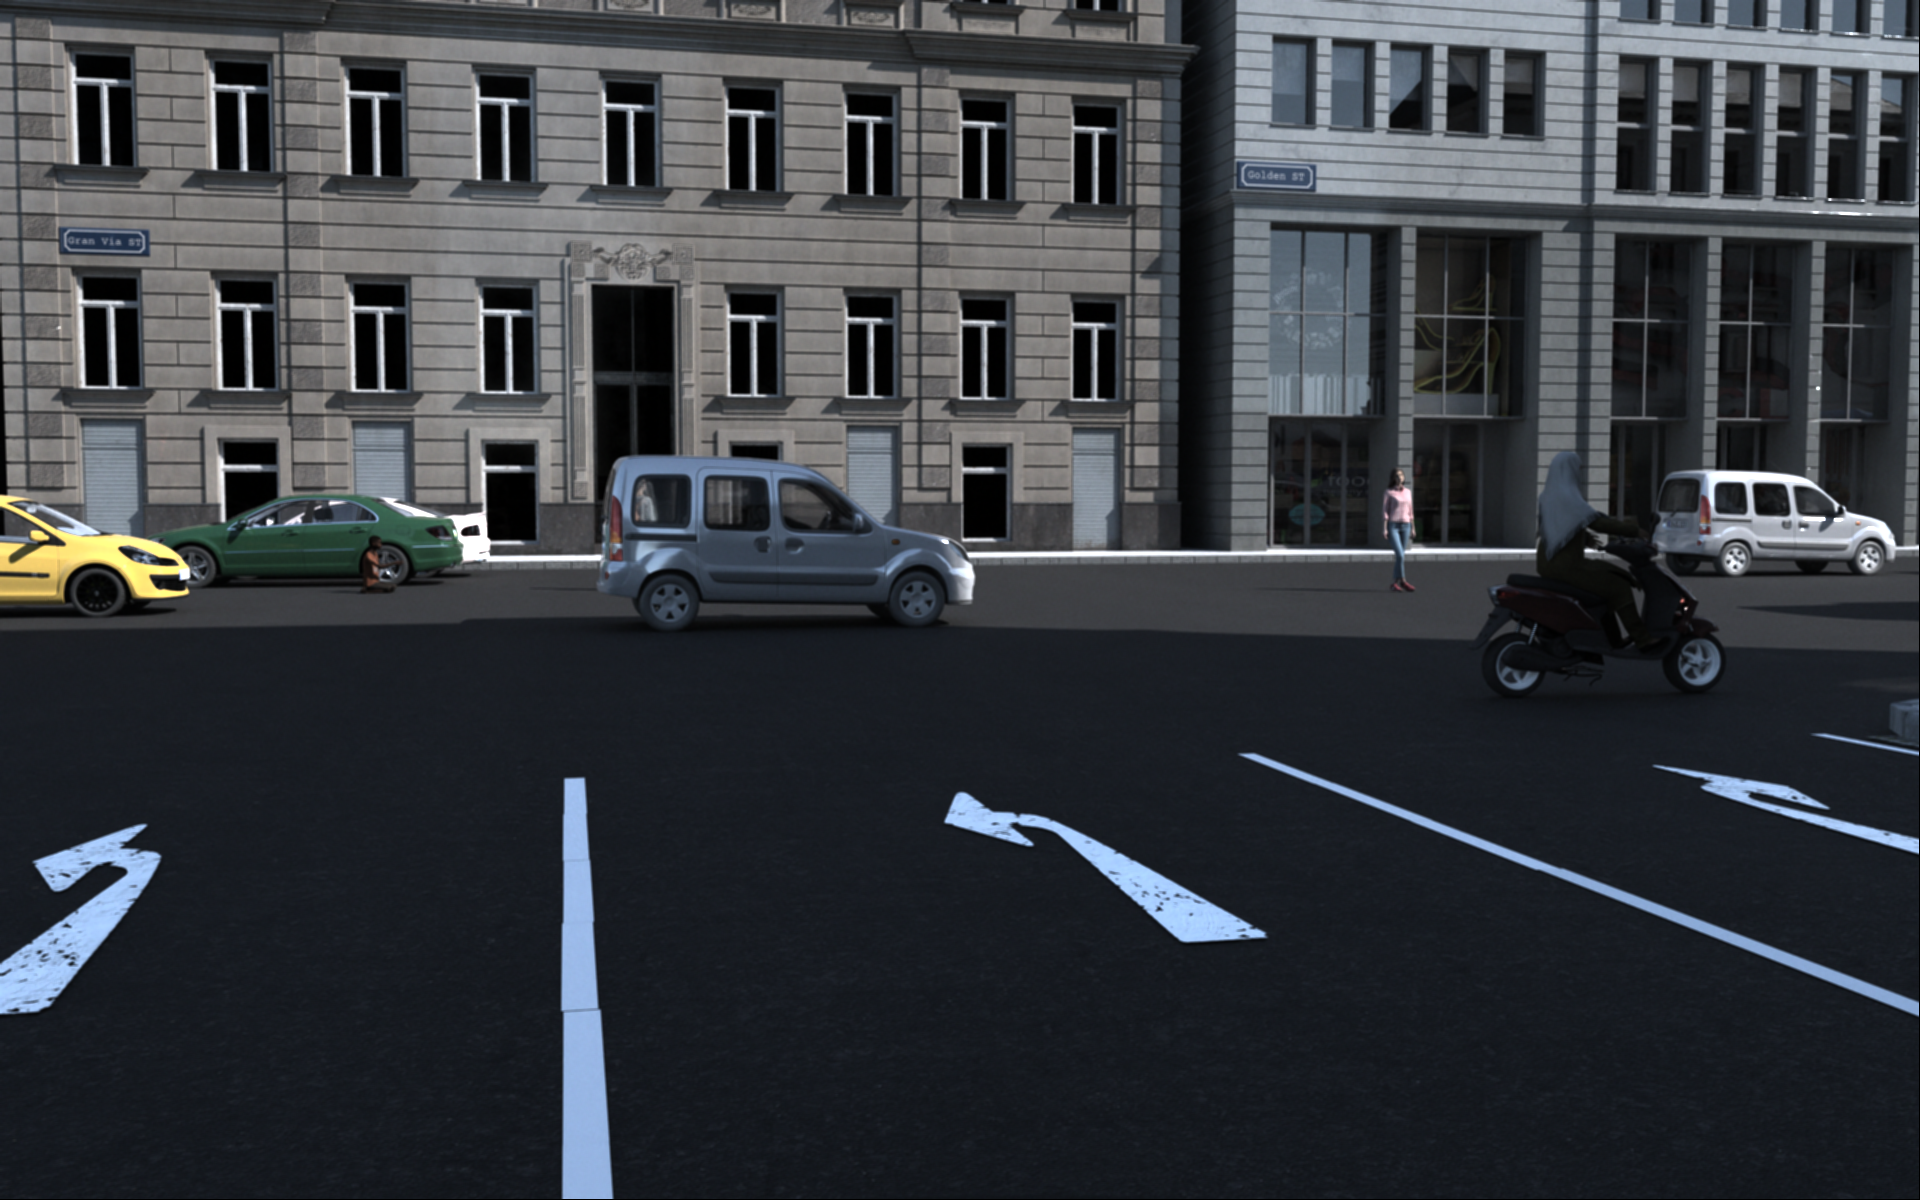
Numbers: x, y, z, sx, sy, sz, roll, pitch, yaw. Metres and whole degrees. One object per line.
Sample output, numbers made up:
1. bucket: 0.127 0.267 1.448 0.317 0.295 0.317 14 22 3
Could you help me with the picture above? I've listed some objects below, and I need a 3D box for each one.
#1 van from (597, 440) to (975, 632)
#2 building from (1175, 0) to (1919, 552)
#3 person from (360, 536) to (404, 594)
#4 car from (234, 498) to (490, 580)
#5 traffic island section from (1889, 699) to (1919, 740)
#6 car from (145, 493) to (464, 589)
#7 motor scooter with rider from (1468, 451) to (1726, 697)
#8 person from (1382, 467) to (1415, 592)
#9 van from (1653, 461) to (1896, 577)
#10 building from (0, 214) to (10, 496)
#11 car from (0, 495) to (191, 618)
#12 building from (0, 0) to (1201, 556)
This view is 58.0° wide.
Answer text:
1. van: -1.892 -0.735 19.024 4.112 2.044 2.013 -1 4 -14
2. building: 19.197 -16.429 46.101 29.804 29.767 11.434 -1 4 -13
3. person: -8.414 -0.514 25.187 0.655 0.850 0.859 0 4 -4
4. car: -10.620 -1.074 29.914 4.827 1.381 2.083 -1 4 -12
5. traffic island section: 6.684 0.781 9.512 2.009 0.180 2.903 -1 4 -13
6. car: -10.388 -0.951 27.346 4.920 1.459 2.131 -1 4 -11
7. motor scooter with rider: 4.559 -0.203 12.283 1.986 1.779 0.876 -1 4 -11
8. person: 6.424 -1.035 25.431 0.555 1.821 0.388 -2 4 -29
9. van: 14.552 -1.461 30.896 4.112 2.044 2.013 -1 4 -11
10. building: -27.956 -12.644 36.400 15.834 23.373 12.332 -1 4 -13
11. car: -11.340 -0.634 20.596 3.980 1.641 2.015 -1 4 -12
12. building: -8.077 -14.917 41.165 25.104 27.353 12.463 -1 4 -13
